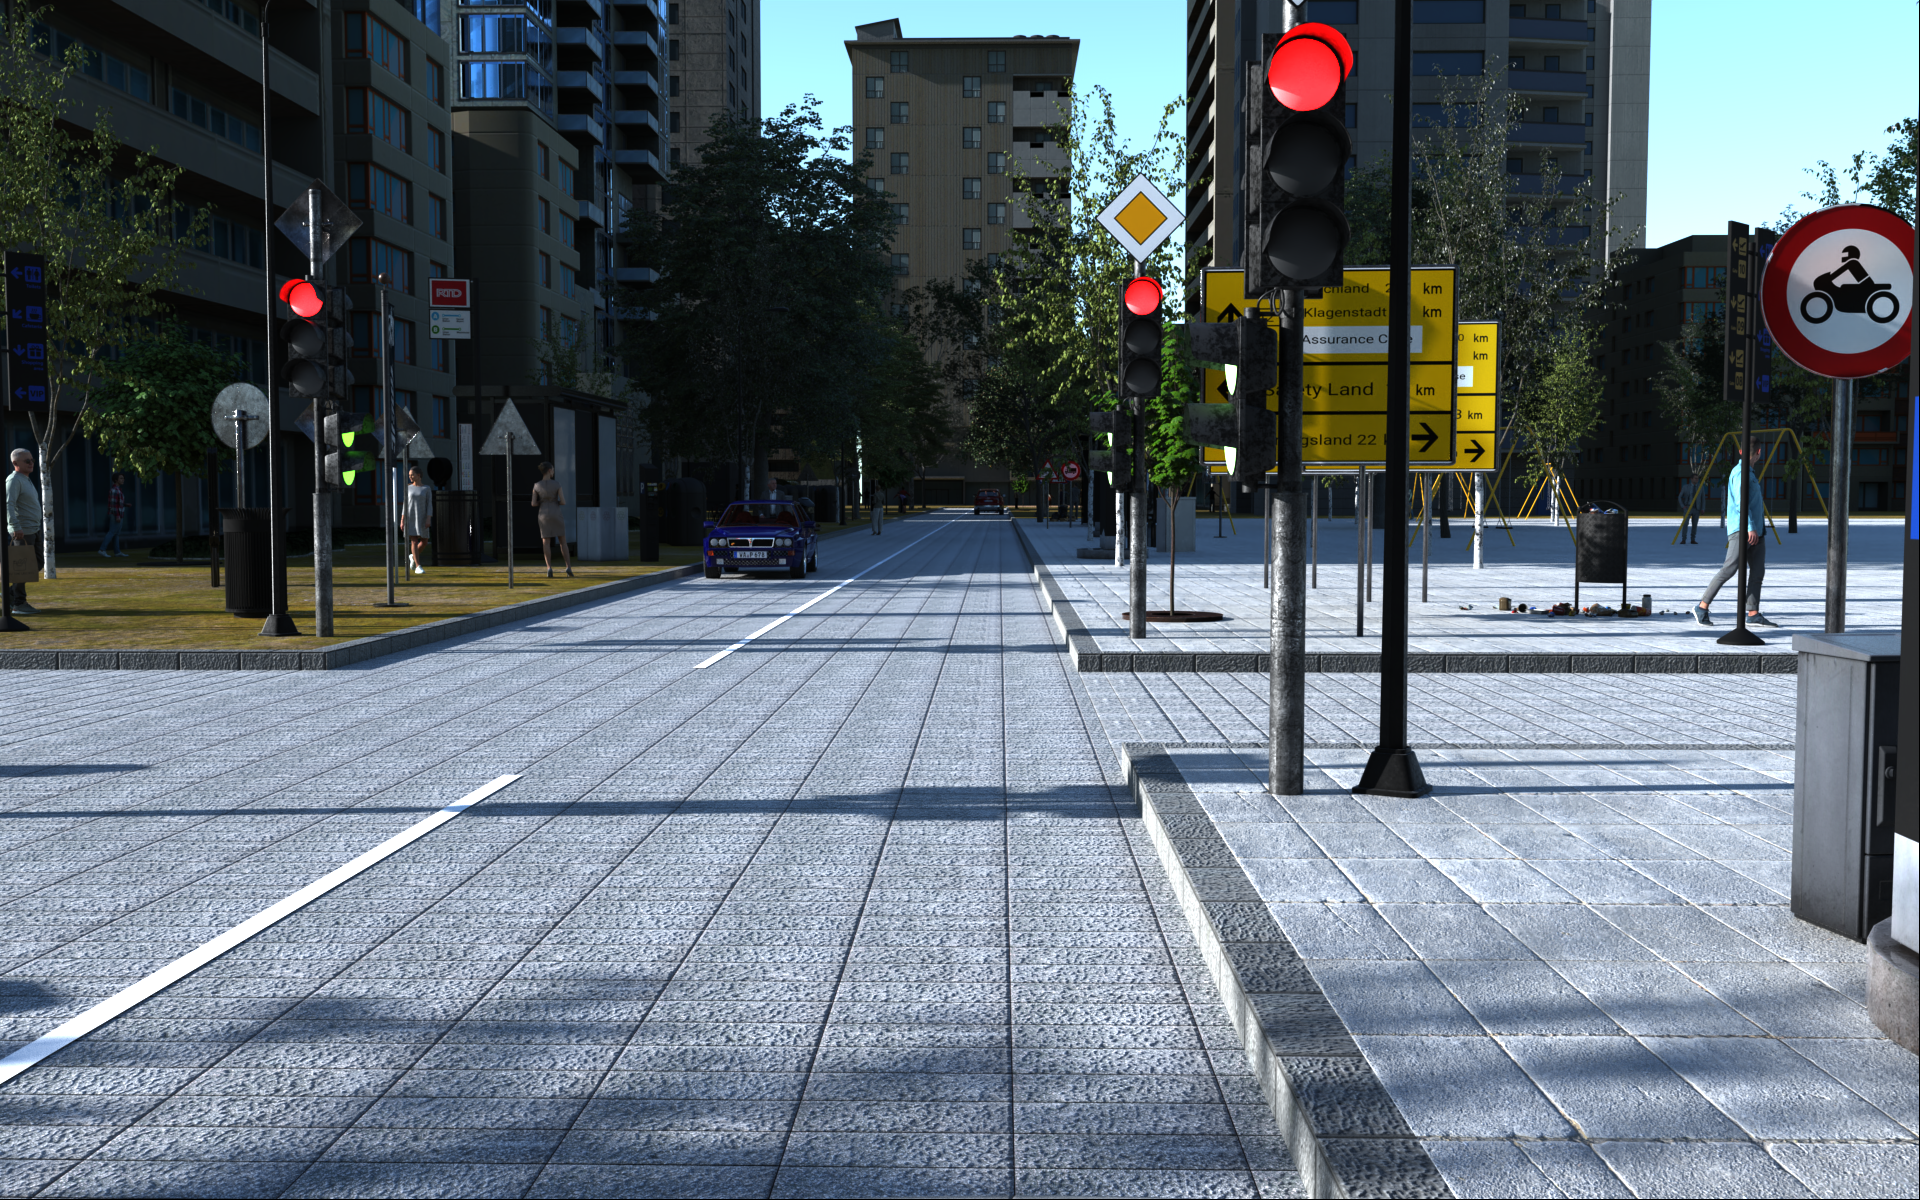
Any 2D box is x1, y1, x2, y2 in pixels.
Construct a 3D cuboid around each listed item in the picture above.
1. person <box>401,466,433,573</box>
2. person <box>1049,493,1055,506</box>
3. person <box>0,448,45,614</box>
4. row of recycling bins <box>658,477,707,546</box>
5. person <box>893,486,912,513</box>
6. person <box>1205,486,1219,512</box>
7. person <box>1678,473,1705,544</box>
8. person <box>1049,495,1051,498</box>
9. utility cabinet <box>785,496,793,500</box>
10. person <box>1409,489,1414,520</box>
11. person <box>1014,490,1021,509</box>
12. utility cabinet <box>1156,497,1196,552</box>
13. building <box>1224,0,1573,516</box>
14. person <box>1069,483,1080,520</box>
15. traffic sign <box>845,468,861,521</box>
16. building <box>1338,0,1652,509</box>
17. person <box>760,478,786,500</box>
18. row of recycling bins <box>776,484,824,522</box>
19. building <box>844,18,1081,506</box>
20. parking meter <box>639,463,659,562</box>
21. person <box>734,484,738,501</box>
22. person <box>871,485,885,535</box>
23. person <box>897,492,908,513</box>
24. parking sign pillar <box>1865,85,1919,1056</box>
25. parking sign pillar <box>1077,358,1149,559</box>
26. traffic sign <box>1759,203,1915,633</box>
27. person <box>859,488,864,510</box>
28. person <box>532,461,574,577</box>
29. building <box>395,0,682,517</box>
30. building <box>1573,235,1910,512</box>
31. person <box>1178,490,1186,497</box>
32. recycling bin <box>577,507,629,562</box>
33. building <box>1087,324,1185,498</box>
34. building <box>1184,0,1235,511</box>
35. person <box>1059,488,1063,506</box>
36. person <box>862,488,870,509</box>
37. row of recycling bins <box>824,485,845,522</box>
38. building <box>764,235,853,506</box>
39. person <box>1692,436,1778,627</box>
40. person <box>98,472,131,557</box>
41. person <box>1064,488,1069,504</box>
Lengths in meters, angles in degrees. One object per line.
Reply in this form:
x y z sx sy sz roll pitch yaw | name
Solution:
-8.869 -1.310 28.208 0.466 1.731 0.760 -3 5 -39 | person
8.639 -9.617 166.535 1.065 1.426 0.557 0 4 0 | person
-10.046 -0.729 18.455 0.515 1.767 0.782 -1 4 -14 | person
-7.090 -2.266 44.163 1.069 1.692 3.534 -1 4 -17 | row of recycling bins
-3.848 -6.775 116.747 1.348 1.831 0.705 -1 4 -13 | person
17.647 -7.034 121.058 1.348 1.822 0.705 3 4 39 | person
18.829 -2.350 44.558 0.635 1.810 0.391 0 4 4 | person
6.275 -7.482 129.166 1.217 1.735 0.721 2 4 30 | person
-7.021 -3.599 70.006 0.306 1.237 1.020 -1 4 -18 | utility cabinet
22.220 -4.885 85.904 0.713 1.824 0.794 -1 4 -9 | person
5.028 -8.982 152.910 0.705 1.823 1.348 -1 4 -22 | person
4.796 -1.670 38.469 1.020 1.237 0.306 -3 5 -42 | utility cabinet
28.927 -35.065 115.312 21.231 58.520 28.212 0 4 1 | building
5.692 -4.953 86.827 0.655 1.846 0.447 -1 4 -16 | person
-5.165 -5.092 83.359 0.768 2.556 0.104 0 4 5 | traffic sign
59.905 -40.045 196.738 28.212 58.520 21.231 0 4 1 | building
-4.043 -1.758 37.644 0.661 1.777 0.834 -1 4 -17 | person
-7.314 -4.195 75.695 1.069 1.692 3.534 1 4 21 | row of recycling bins
1.617 -37.429 201.208 27.495 52.752 28.713 0 4 1 | building
-5.896 -1.660 32.856 0.255 1.863 0.399 -2 4 -31 | parking meter
-12.795 -5.745 99.608 0.705 1.869 1.348 0 3 0 | person
-2.877 -3.142 60.422 0.519 1.759 0.362 -3 4 -38 | person
-3.793 -6.428 114.368 0.697 1.427 0.421 0 4 -3 | person
2.904 -0.942 3.876 1.447 3.967 1.447 0 4 5 | parking sign pillar
3.063 -2.823 34.636 1.447 3.967 1.447 0 4 0 | parking sign pillar
3.906 -0.464 7.695 0.768 2.556 0.104 0 4 4 | traffic sign
-8.358 -8.396 143.341 0.705 1.821 1.348 2 4 28 | person
-6.285 -1.244 26.728 0.599 1.781 0.374 0 4 -5 | person
-29.309 -48.484 105.387 22.319 86.520 31.000 0 4 1 | building
66.297 -17.873 137.260 28.899 21.520 27.650 0 4 1 | building
10.526 -4.596 81.582 0.834 1.777 0.661 2 4 24 | person
-6.877 -1.271 33.341 0.722 1.027 0.722 3 5 41 | recycling bin
29.800 -21.785 201.217 28.899 21.520 27.650 0 4 1 | building
30.087 -31.614 140.587 21.300 48.544 21.600 0 4 1 | building
6.946 -6.852 118.988 0.530 1.710 0.541 -1 4 -10 | person
-7.830 -8.556 145.946 1.348 1.822 0.705 0 4 -1 | person
-6.353 -4.465 80.115 1.069 1.692 3.534 -1 4 -20 | row of recycling bins
-19.339 -25.910 195.326 14.107 30.474 14.160 0 4 1 | building
7.563 -0.668 16.820 0.748 1.841 0.638 3 5 43 | person
-17.235 -1.738 35.291 0.643 1.720 0.563 -2 4 -25 | person
9.056 -8.768 149.486 1.350 1.814 0.705 2 4 28 | person
